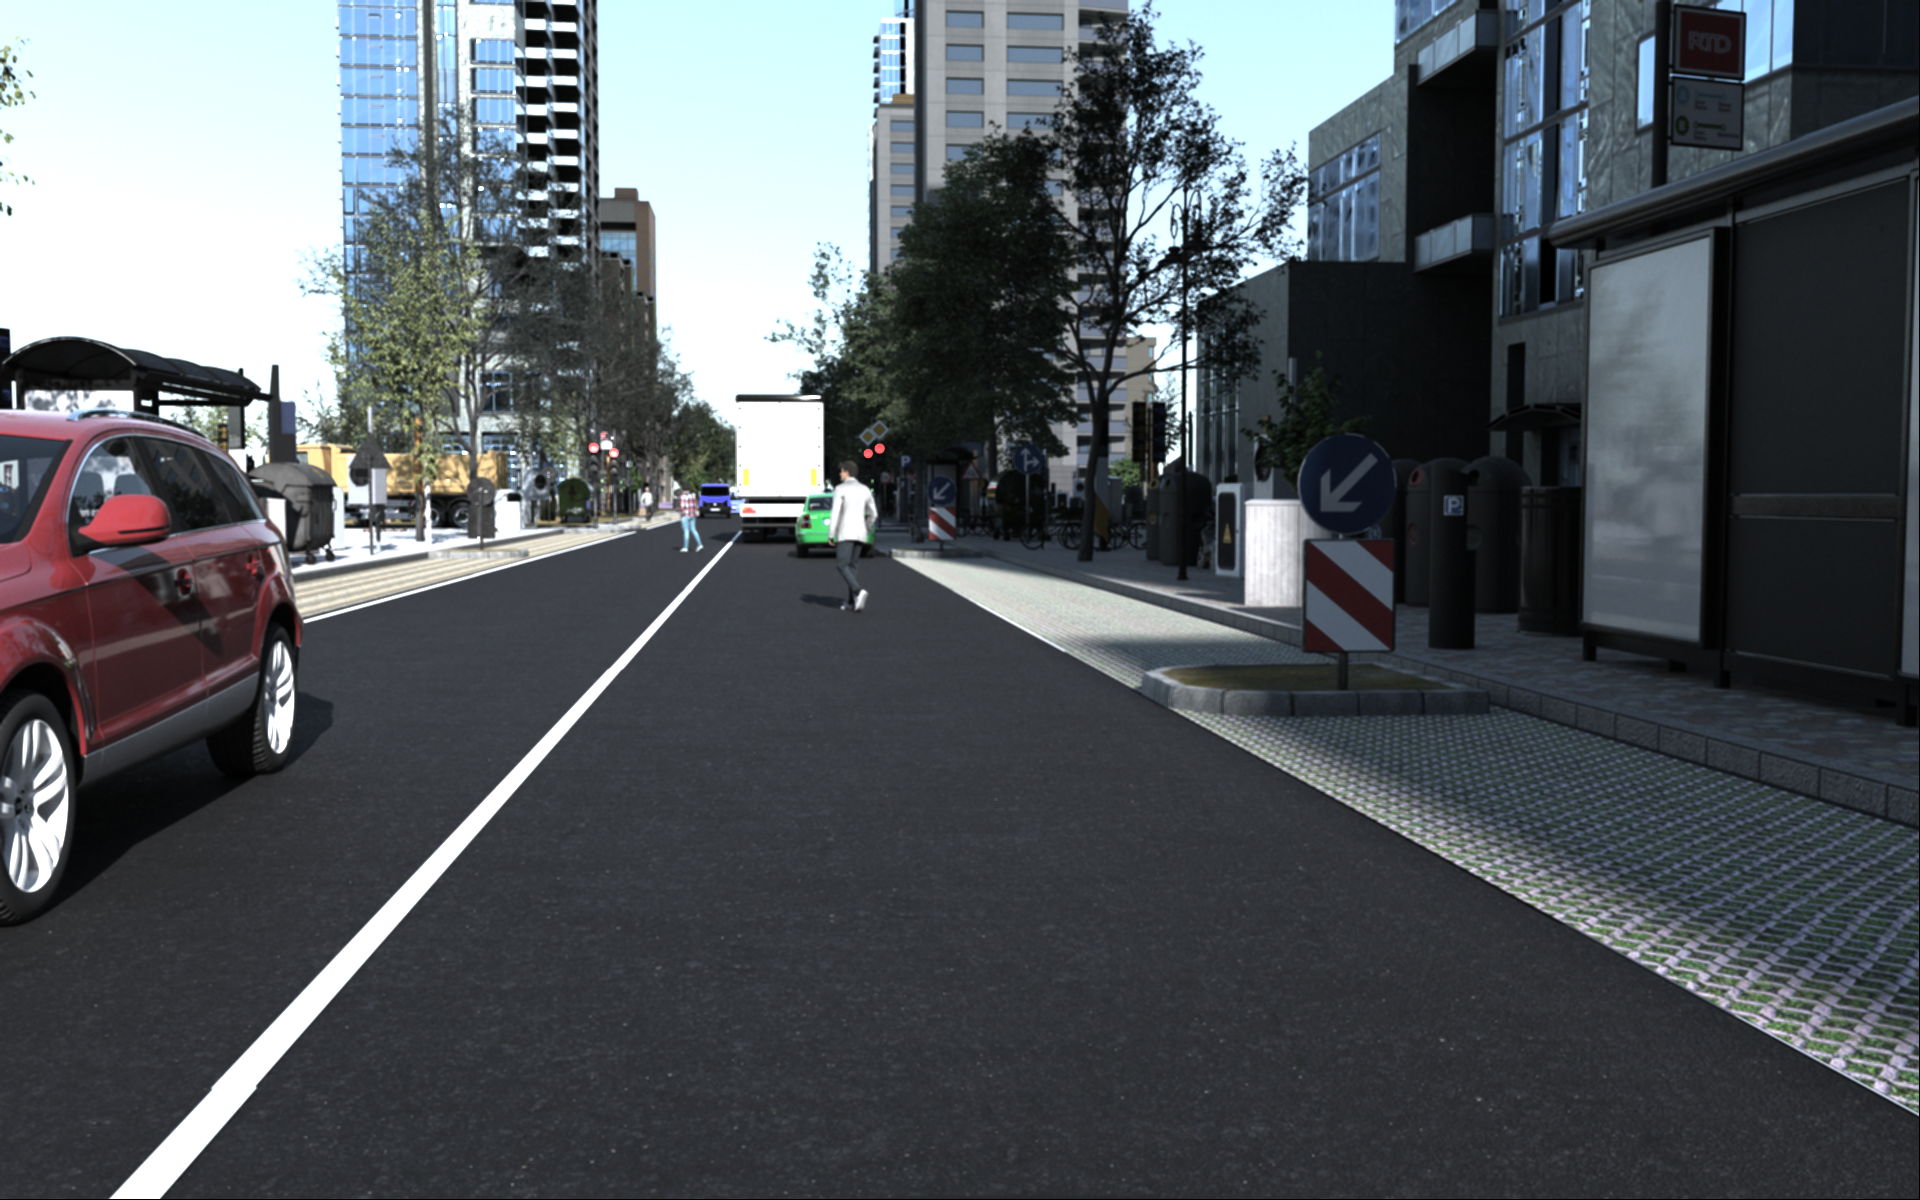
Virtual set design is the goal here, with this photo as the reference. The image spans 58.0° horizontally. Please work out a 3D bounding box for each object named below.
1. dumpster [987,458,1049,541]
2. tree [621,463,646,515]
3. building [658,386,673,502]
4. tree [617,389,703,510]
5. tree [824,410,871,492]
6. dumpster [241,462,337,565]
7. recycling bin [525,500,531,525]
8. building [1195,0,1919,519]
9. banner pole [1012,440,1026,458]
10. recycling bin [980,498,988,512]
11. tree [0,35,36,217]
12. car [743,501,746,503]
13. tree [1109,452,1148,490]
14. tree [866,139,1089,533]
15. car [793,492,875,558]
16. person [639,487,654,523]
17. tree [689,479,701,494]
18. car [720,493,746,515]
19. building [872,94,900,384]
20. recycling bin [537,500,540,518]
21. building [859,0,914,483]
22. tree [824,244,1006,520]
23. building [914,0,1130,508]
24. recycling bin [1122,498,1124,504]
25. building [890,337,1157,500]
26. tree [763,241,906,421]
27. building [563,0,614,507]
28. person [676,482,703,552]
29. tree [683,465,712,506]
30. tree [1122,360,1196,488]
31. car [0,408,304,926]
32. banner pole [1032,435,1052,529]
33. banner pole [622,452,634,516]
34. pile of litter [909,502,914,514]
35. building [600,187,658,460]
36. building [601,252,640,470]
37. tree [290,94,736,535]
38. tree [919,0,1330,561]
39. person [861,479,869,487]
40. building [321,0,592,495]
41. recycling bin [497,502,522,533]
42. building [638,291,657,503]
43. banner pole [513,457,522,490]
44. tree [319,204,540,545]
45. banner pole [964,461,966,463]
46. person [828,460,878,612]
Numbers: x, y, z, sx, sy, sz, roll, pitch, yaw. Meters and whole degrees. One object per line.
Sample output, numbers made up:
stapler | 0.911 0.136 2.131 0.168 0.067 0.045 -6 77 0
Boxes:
dumpster | 1.600 -2.776 47.881 1.502 2.255 1.985 0 4 -6
tree | -20.499 -6.929 107.898 1.663 3.219 1.824 0 3 0
building | -60.926 -26.484 278.051 27.650 21.520 28.899 0 4 -6
tree | -24.733 -12.748 142.849 7.601 10.594 8.767 -1 4 -9
tree | -8.733 -11.638 140.650 4.737 8.622 4.395 0 3 0
dumpster | -12.347 -1.603 31.965 1.264 1.857 1.865 0 4 -6
recycling bin | -18.374 -3.649 72.222 0.722 1.027 0.722 3 5 39
building | 20.684 -44.591 41.728 22.319 86.520 31.000 0 4 -6
banner pole | 2.796 -5.535 80.518 0.863 3.779 0.401 0 4 5
recycling bin | 1.795 -6.591 120.318 0.722 1.027 0.722 1 4 17
tree | -11.317 -4.087 17.182 4.737 8.622 4.395 0 3 0
car | -22.398 -10.465 183.681 1.945 1.354 3.894 0 4 -4
tree | 13.101 -9.190 133.973 4.285 4.588 4.351 0 3 0
tree | 0.705 -8.436 56.062 7.486 12.596 7.792 0 3 0
car | -2.917 -1.930 40.356 1.959 1.807 4.718 0 4 -5
person | -15.514 -4.682 85.542 0.515 1.767 0.782 3 5 42
tree | -28.676 -11.695 185.809 1.663 3.219 1.824 0 3 0
car | -16.048 -6.864 121.820 1.945 1.707 3.694 0 4 -8
building | -2.669 -44.060 262.376 21.231 58.520 28.212 0 4 -6
recycling bin | -23.406 -5.013 94.517 0.722 1.027 0.722 2 4 30
building | -6.690 -59.865 291.470 22.319 86.520 31.000 0 4 -6
tree | -2.076 -10.981 86.188 9.857 13.997 8.962 0 3 0
building | 5.909 -38.624 173.498 21.231 58.520 28.212 0 4 -6
recycling bin | 11.359 -6.850 124.556 0.722 1.027 0.722 1 4 17
building | 6.329 -21.914 203.336 27.650 21.520 28.899 0 4 -6
tree | -8.050 -16.828 131.021 12.611 20.169 13.585 0 3 0
building | -47.069 -45.671 184.967 20.563 71.187 20.611 0 4 -6
person | -6.762 -2.070 43.174 0.643 1.720 0.563 3 4 37
tree | -29.325 -12.852 193.840 4.285 4.588 4.351 0 3 0
tree | 10.949 -8.839 94.880 4.360 8.622 3.978 0 3 0
car | -4.305 0.084 7.301 2.281 1.827 5.304 0 4 -7
banner pole | 2.962 -4.459 62.919 0.863 3.779 0.401 -2 4 -27
banner pole | -21.090 -7.319 109.685 0.863 3.779 0.401 -2 4 -26
pile of litter | -2.958 -5.969 111.550 1.176 0.858 1.719 0 4 1
building | -52.240 -37.068 256.166 14.600 45.320 14.200 0 4 -6
building | -45.880 -26.426 203.762 14.160 30.474 14.107 0 4 -6
tree | -15.433 -8.804 54.314 12.009 13.543 11.850 0 3 0
tree | 2.641 -6.010 32.677 7.601 10.594 8.767 3 5 42
person | -2.704 -2.370 47.345 0.679 1.850 0.850 -3 5 -43
building | -44.997 -51.724 158.355 22.319 86.520 31.000 0 4 -6
recycling bin | -14.960 -2.749 57.496 0.722 1.027 0.722 -1 4 -10
building | -50.033 -28.804 242.647 14.160 30.474 14.107 0 4 -6
banner pole | -29.825 -7.742 116.605 0.401 3.779 0.863 3 4 37
tree | -13.573 -5.680 43.238 4.737 8.622 4.395 0 3 0
banner pole | -0.247 -6.404 94.728 0.401 3.779 0.863 3 5 41
person | -1.282 -0.785 21.180 0.661 1.843 0.795 -3 4 -38
